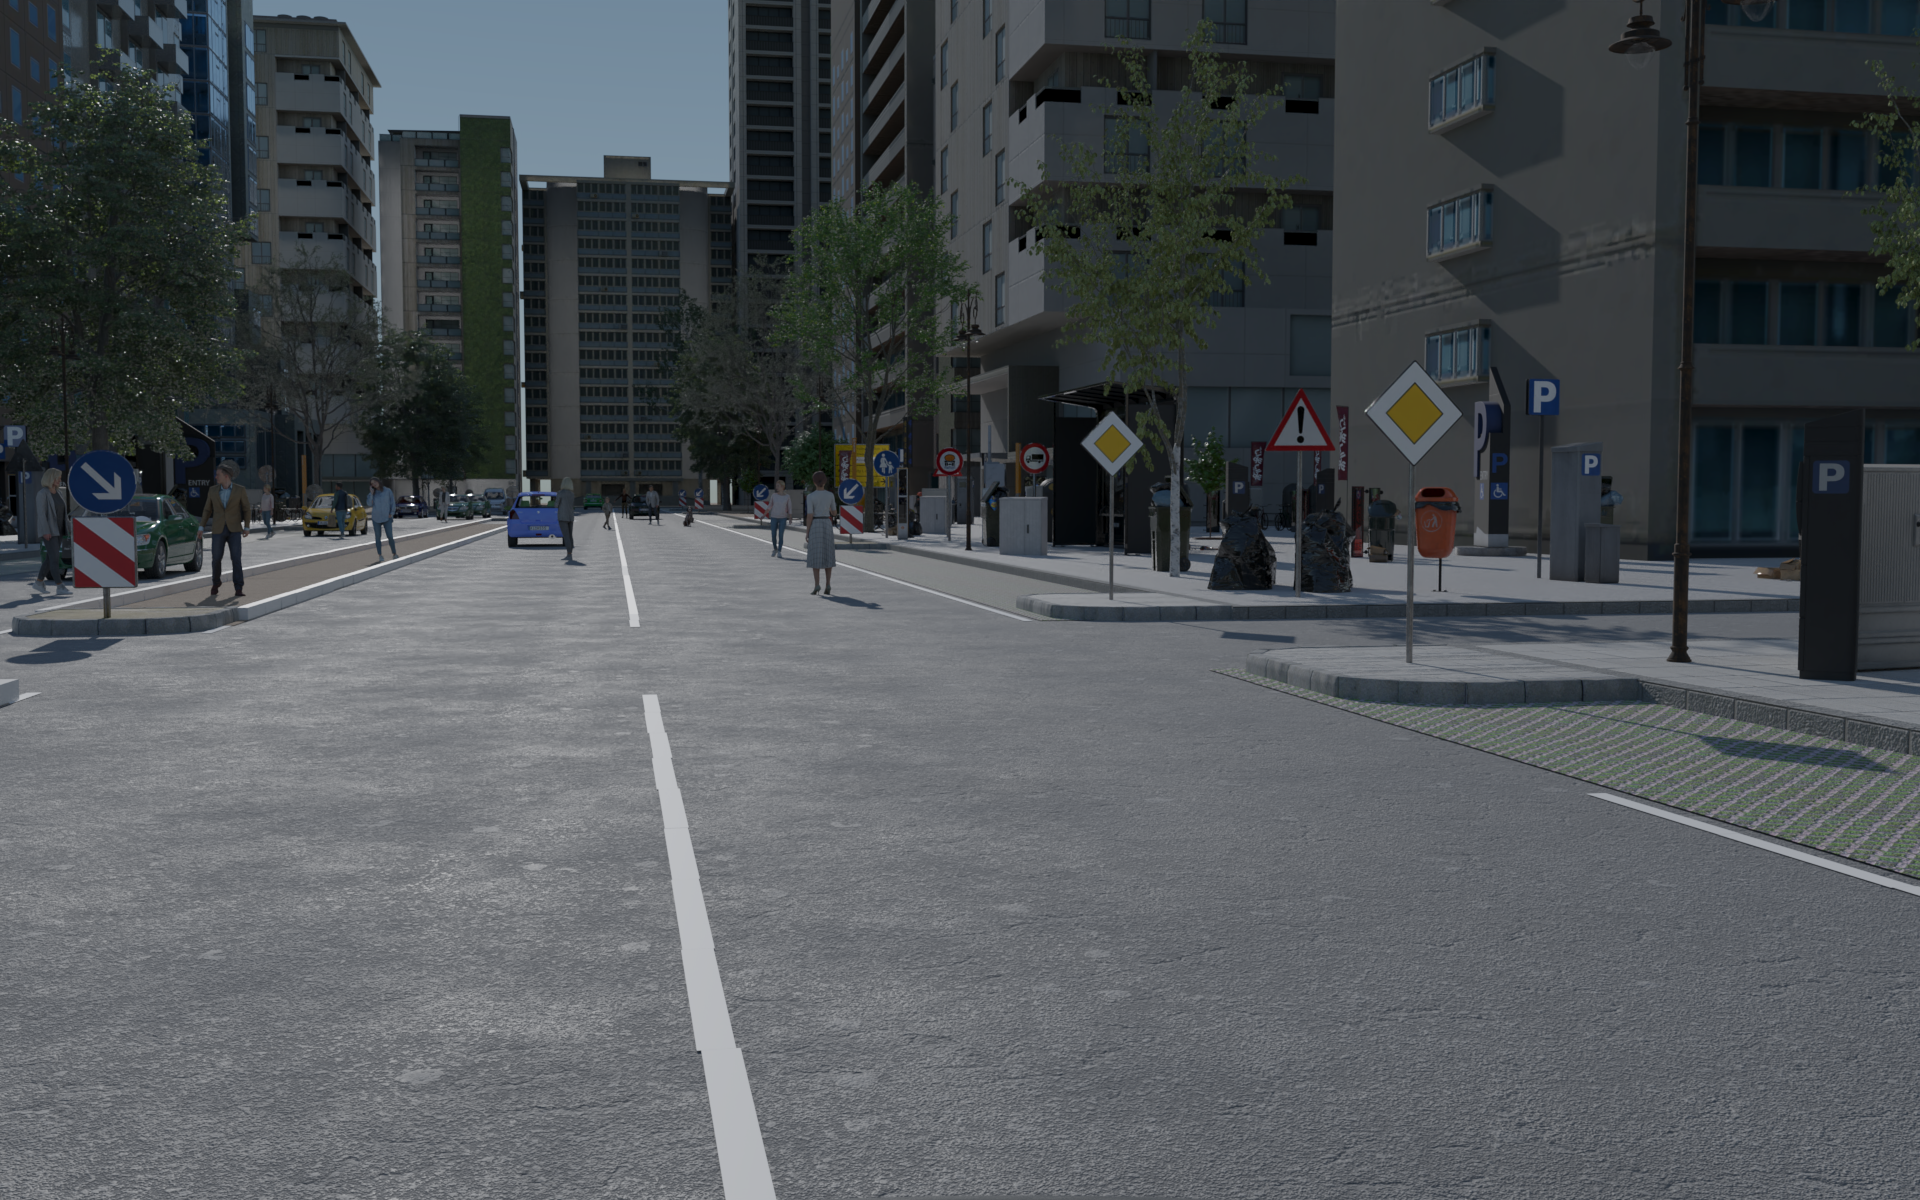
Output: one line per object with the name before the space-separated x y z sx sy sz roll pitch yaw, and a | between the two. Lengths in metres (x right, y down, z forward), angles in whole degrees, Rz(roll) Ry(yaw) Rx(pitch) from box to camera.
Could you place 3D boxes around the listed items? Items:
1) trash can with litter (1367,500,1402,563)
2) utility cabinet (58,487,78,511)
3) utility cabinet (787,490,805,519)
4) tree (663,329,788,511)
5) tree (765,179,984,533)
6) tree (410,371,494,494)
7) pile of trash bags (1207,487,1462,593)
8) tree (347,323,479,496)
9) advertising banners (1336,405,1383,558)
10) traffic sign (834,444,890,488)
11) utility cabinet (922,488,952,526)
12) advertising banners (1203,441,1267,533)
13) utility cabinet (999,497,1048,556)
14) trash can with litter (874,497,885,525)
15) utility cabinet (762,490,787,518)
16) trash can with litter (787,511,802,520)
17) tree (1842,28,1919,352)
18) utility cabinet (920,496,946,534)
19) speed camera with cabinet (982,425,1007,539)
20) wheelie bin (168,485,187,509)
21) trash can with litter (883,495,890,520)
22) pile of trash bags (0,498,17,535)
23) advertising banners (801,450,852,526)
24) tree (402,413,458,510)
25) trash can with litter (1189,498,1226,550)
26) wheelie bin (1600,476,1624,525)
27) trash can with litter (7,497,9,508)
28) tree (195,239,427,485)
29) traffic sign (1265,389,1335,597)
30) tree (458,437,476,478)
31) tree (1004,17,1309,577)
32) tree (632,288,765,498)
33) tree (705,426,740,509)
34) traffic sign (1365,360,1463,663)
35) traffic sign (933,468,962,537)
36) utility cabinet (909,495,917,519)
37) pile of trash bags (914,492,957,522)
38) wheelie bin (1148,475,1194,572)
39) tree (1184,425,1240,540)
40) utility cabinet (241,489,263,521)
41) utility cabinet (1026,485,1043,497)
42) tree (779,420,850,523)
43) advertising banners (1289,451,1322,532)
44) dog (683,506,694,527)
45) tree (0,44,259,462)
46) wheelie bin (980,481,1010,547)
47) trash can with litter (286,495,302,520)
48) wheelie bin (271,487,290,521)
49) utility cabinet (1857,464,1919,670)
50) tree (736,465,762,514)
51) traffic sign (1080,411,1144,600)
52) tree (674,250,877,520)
trash can with litter | 8.020 -1.307 32.762 0.624 1.170 1.055 1 4 16
utility cabinet | -28.372 -2.870 55.609 0.318 1.500 1.173 2 4 31
utility cabinet | -8.584 -4.953 89.656 1.173 1.500 0.318 -3 4 -36
tree | -17.879 -13.863 133.313 9.857 13.997 8.962 0 3 0
tree | -2.930 -8.042 57.236 9.928 11.665 9.643 0 3 0
tree | -46.502 -14.683 158.198 7.486 12.596 7.792 0 3 0
pile of trash bags | 4.979 -0.825 23.243 3.447 1.369 1.912 2 4 30
tree | -40.261 -13.508 127.516 9.857 13.997 8.962 0 3 0
advertising banners | 8.060 -2.373 34.994 0.090 3.025 2.074 3 5 39
traffic sign | -3.959 -4.663 70.118 2.265 3.308 0.079 -1 4 -10
utility cabinet | -0.912 -3.645 68.273 1.173 1.500 0.318 0 3 0
advertising banners | 9.161 -3.760 57.665 2.074 3.025 0.090 0 4 1
utility cabinet | 1.328 -1.547 36.450 1.020 1.237 0.306 2 4 32
trash can with litter | -3.191 -3.698 71.855 1.055 1.170 0.624 -1 4 -13
utility cabinet | -9.593 -4.893 88.673 1.173 1.500 0.318 1 4 9
trash can with litter | -8.205 -4.538 85.258 2.233 1.210 1.678 -1 4 -10
tree | 15.977 -4.699 27.195 4.737 8.622 4.395 0 3 0
utility cabinet | -0.823 -2.750 56.124 1.020 1.237 0.306 3 4 36
speed camera with cabinet | 0.982 -3.353 49.161 0.660 3.252 2.038 0 4 5
wheelie bin | -25.862 -3.013 57.170 0.693 1.594 0.980 -2 4 -28
trash can with litter | -3.876 -4.680 87.581 2.233 1.210 1.678 1 4 17
pile of trash bags | -30.963 -2.711 54.081 3.447 1.369 1.912 3 5 40
advertising banners | -5.333 -4.468 69.235 2.074 3.025 0.090 0 4 4
tree | -42.388 -11.426 137.177 4.360 8.622 3.978 0 3 0
trash can with litter | 5.887 -1.758 39.804 2.233 1.210 1.678 0 4 -2
wheelie bin | 11.038 -1.361 30.158 0.980 1.594 0.693 1 4 9
trash can with litter | -36.337 -3.354 65.902 1.678 1.210 2.233 0 4 -6
tree | -31.048 -10.579 83.331 12.009 13.543 11.850 0 3 0
traffic sign | 4.196 -1.311 21.432 0.884 2.594 0.081 0 4 -6
tree | -48.304 -13.166 165.631 4.360 8.622 3.978 0 3 0
tree | 3.101 -4.667 26.667 4.737 8.622 4.395 0 3 0
tree | -23.455 -18.472 157.902 12.611 20.169 13.585 0 3 0
tree | -19.755 -11.838 143.914 4.737 8.622 4.395 0 3 0
traffic sign | 3.412 -0.579 13.105 0.795 2.450 0.064 -1 4 -11
traffic sign | -0.375 -3.163 51.723 0.884 2.594 0.081 0 4 -4
utility cabinet | -2.204 -4.755 88.899 0.306 1.237 1.020 2 4 33
pile of trash bags | -1.237 -4.281 79.744 1.912 1.369 3.447 -2 4 -24
wheelie bin | 3.490 -1.278 28.798 0.693 1.594 0.980 0 4 -5
tree | 7.177 -3.313 48.767 1.663 3.219 1.824 0 3 0
utility cabinet | -33.655 -4.486 82.033 1.173 1.500 0.318 0 3 0
utility cabinet | 1.903 -2.206 44.744 0.318 1.500 1.173 0 4 -5
tree | -6.297 -5.704 76.969 4.285 4.588 4.351 0 3 0
advertising banners | 11.463 -3.744 57.398 0.090 3.025 2.074 -1 4 -17
dog | -11.971 -3.648 76.486 0.513 0.831 0.800 0 4 7
tree | -25.403 -8.816 50.797 9.857 13.997 8.962 0 3 0
wheelie bin | 0.878 -2.109 42.393 0.693 1.594 0.980 -1 4 -11
trash can with litter | -32.608 -4.574 85.847 2.233 1.210 1.678 0 4 -6
wheelie bin | -32.377 -4.556 82.401 0.980 1.594 0.693 -2 4 -28
utility cabinet | 6.802 -0.244 12.673 1.173 1.500 0.318 -1 4 -22
tree | -13.839 -7.312 114.152 1.663 3.219 1.824 0 3 0
traffic sign | 1.830 -1.057 20.932 0.795 2.450 0.064 -1 4 -11
tree | -9.262 -10.812 87.149 12.009 13.543 11.850 0 3 0
